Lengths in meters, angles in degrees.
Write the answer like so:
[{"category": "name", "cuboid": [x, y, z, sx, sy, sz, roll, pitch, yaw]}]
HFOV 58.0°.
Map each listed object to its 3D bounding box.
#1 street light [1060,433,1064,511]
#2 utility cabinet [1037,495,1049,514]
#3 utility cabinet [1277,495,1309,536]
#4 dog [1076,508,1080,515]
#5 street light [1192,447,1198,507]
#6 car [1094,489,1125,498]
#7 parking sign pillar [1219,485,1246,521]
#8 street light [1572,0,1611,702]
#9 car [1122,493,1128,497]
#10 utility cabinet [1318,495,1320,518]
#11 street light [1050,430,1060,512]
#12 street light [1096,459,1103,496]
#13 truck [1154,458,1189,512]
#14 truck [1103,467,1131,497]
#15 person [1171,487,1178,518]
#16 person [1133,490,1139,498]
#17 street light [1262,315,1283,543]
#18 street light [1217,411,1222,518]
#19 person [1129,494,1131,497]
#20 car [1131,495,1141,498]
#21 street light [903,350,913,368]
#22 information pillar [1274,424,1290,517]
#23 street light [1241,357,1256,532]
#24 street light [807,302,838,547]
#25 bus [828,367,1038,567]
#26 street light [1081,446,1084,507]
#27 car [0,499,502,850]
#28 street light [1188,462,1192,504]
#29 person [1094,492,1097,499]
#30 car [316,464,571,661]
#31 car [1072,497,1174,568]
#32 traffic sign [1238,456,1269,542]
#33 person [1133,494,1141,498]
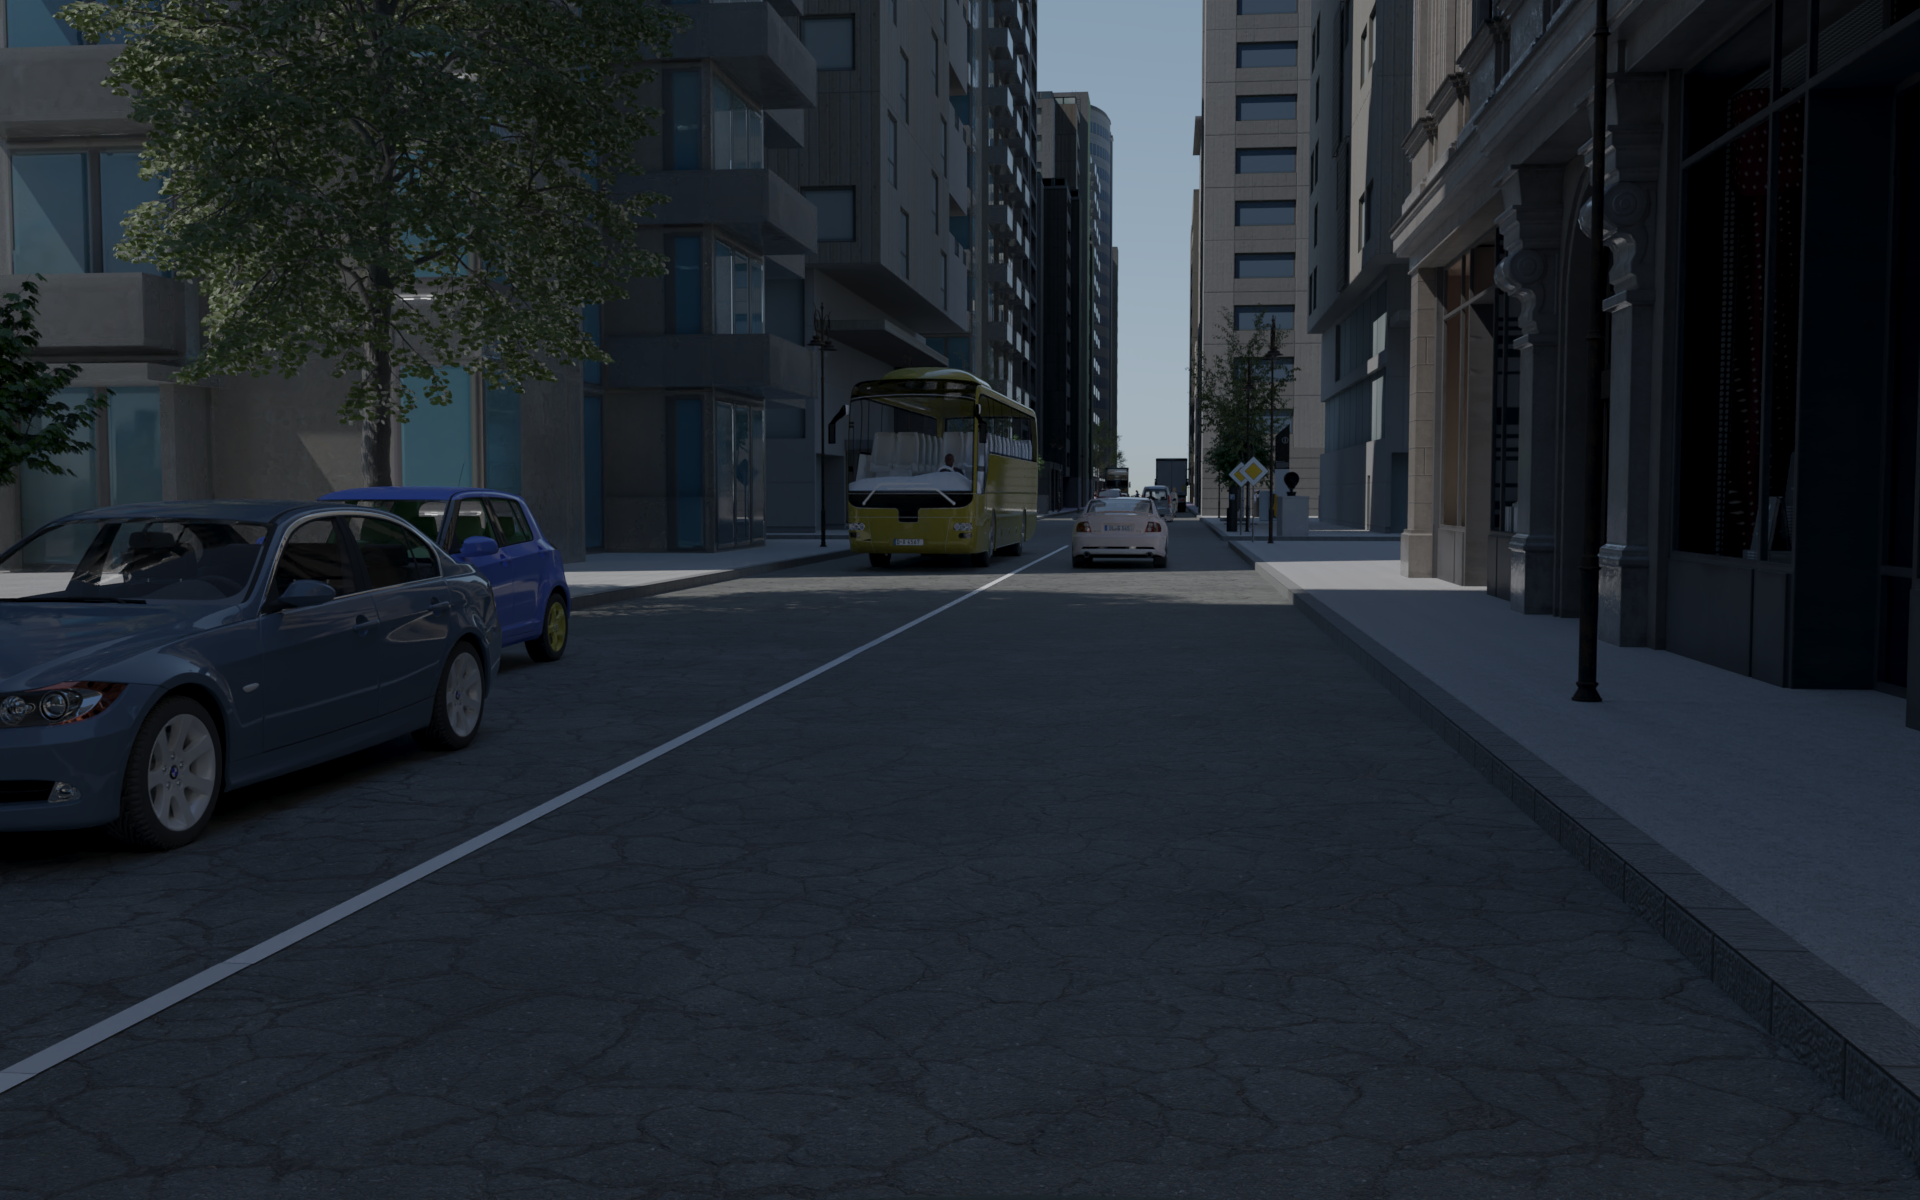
[{"category": "street light", "cuboid": [7.616, -9.702, 131.417, 0.468, 5.910, 1.993, 0, 4, 7]}, {"category": "utility cabinet", "cuboid": [5.113, -6.043, 109.965, 1.020, 1.237, 0.306, 2, 4, 25]}, {"category": "utility cabinet", "cuboid": [10.215, -2.570, 53.186, 1.020, 1.237, 0.306, -2, 4, -26]}, {"category": "dog", "cuboid": [8.053, -6.049, 118.185, 0.406, 0.507, 0.540, -2, 4, -28]}, {"category": "street light", "cuboid": [23.258, -12.047, 169.755, 0.468, 5.910, 1.993, 0, 4, 7]}, {"category": "car", "cuboid": [10.966, -7.224, 126.777, 2.281, 1.827, 5.304, 0, 4, 7]}, {"category": "parking sign pillar", "cuboid": [12.978, -5.699, 81.644, 1.447, 3.967, 1.447, 1, 4, 18]}, {"category": "street light", "cuboid": [3.891, -2.311, 10.571, 0.468, 5.910, 1.993, 0, 4, 7]}, {"category": "car", "cuboid": [13.270, -8.287, 144.525, 2.155, 1.783, 4.494, 1, 4, 8]}, {"category": "utility cabinet", "cuboid": [19.731, -4.997, 92.869, 1.020, 1.237, 0.306, 0, 4, 3]}, {"category": "street light", "cuboid": [6.718, -9.293, 124.735, 0.468, 5.910, 1.993, 0, 4, 7]}, {"category": "street light", "cuboid": [15.914, -13.897, 199.997, 0.468, 5.910, 1.993, 0, 4, 7]}, {"category": "truck", "cuboid": [17.116, -9.253, 140.198, 2.839, 4.237, 11.283, 0, 4, 7]}, {"category": "truck", "cuboid": [16.680, -11.925, 183.889, 2.839, 4.237, 11.283, 0, 4, 5]}, {"category": "person", "cuboid": [12.881, -5.865, 104.277, 0.514, 1.842, 0.818, 2, 4, 32]}, {"category": "person", "cuboid": [17.625, -10.109, 173.644, 0.599, 1.838, 0.709, 0, 4, -5]}, {"category": "street light", "cuboid": [8.077, -4.408, 44.856, 0.468, 5.910, 1.993, 0, 4, 7]}, {"category": "street light", "cuboid": [13.983, -7.371, 93.310, 0.468, 5.910, 1.993, 0, 4, 7]}, {"category": "person", "cuboid": [25.975, -15.526, 265.573, 0.991, 1.433, 0.599, -2, 4, -28]}, {"category": "car", "cuboid": [28.614, -16.546, 283.114, 1.945, 1.354, 3.894, 1, 4, 9]}, {"category": "street light", "cuboid": [-1.659, -5.054, 55.422, 0.468, 5.910, 1.993, 0, 4, 7]}, {"category": "information pillar", "cuboid": [10.709, -4.046, 57.506, 0.504, 3.616, 0.183, 1, 4, 9]}, {"category": "street light", "cuboid": [9.741, -5.249, 58.605, 0.468, 5.910, 1.993, 0, 4, 7]}, {"category": "street light", "cuboid": [-3.317, -4.225, 41.861, 0.468, 5.910, 1.993, 0, 4, 7]}, {"category": "bus", "cuboid": [-0.137, -2.795, 37.242, 2.896, 3.916, 12.252, 0, 4, 8]}, {"category": "street light", "cuboid": [11.701, -11.800, 165.715, 0.468, 5.910, 1.993, 0, 4, 7]}, {"category": "car", "cuboid": [-3.795, 0.209, 8.578, 2.014, 1.417, 4.499, 0, 4, 8]}, {"category": "street light", "cuboid": [27.484, -14.144, 204.036, 0.468, 5.910, 1.993, 0, 4, 7]}, {"category": "person", "cuboid": [16.442, -12.239, 209.282, 0.551, 1.740, 0.621, -1, 4, -21]}, {"category": "car", "cuboid": [-4.424, -0.249, 13.669, 1.945, 1.707, 3.694, 0, 4, 7]}, {"category": "car", "cuboid": [3.279, -1.390, 35.083, 2.083, 1.381, 4.827, 0, 4, 7]}, {"category": "traffic sign", "cuboid": [7.794, -2.593, 46.041, 0.795, 2.450, 0.064, 0, 4, 7]}, {"category": "person", "cuboid": [22.196, -12.701, 216.175, 1.348, 1.822, 0.705, 1, 4, 21]}]
